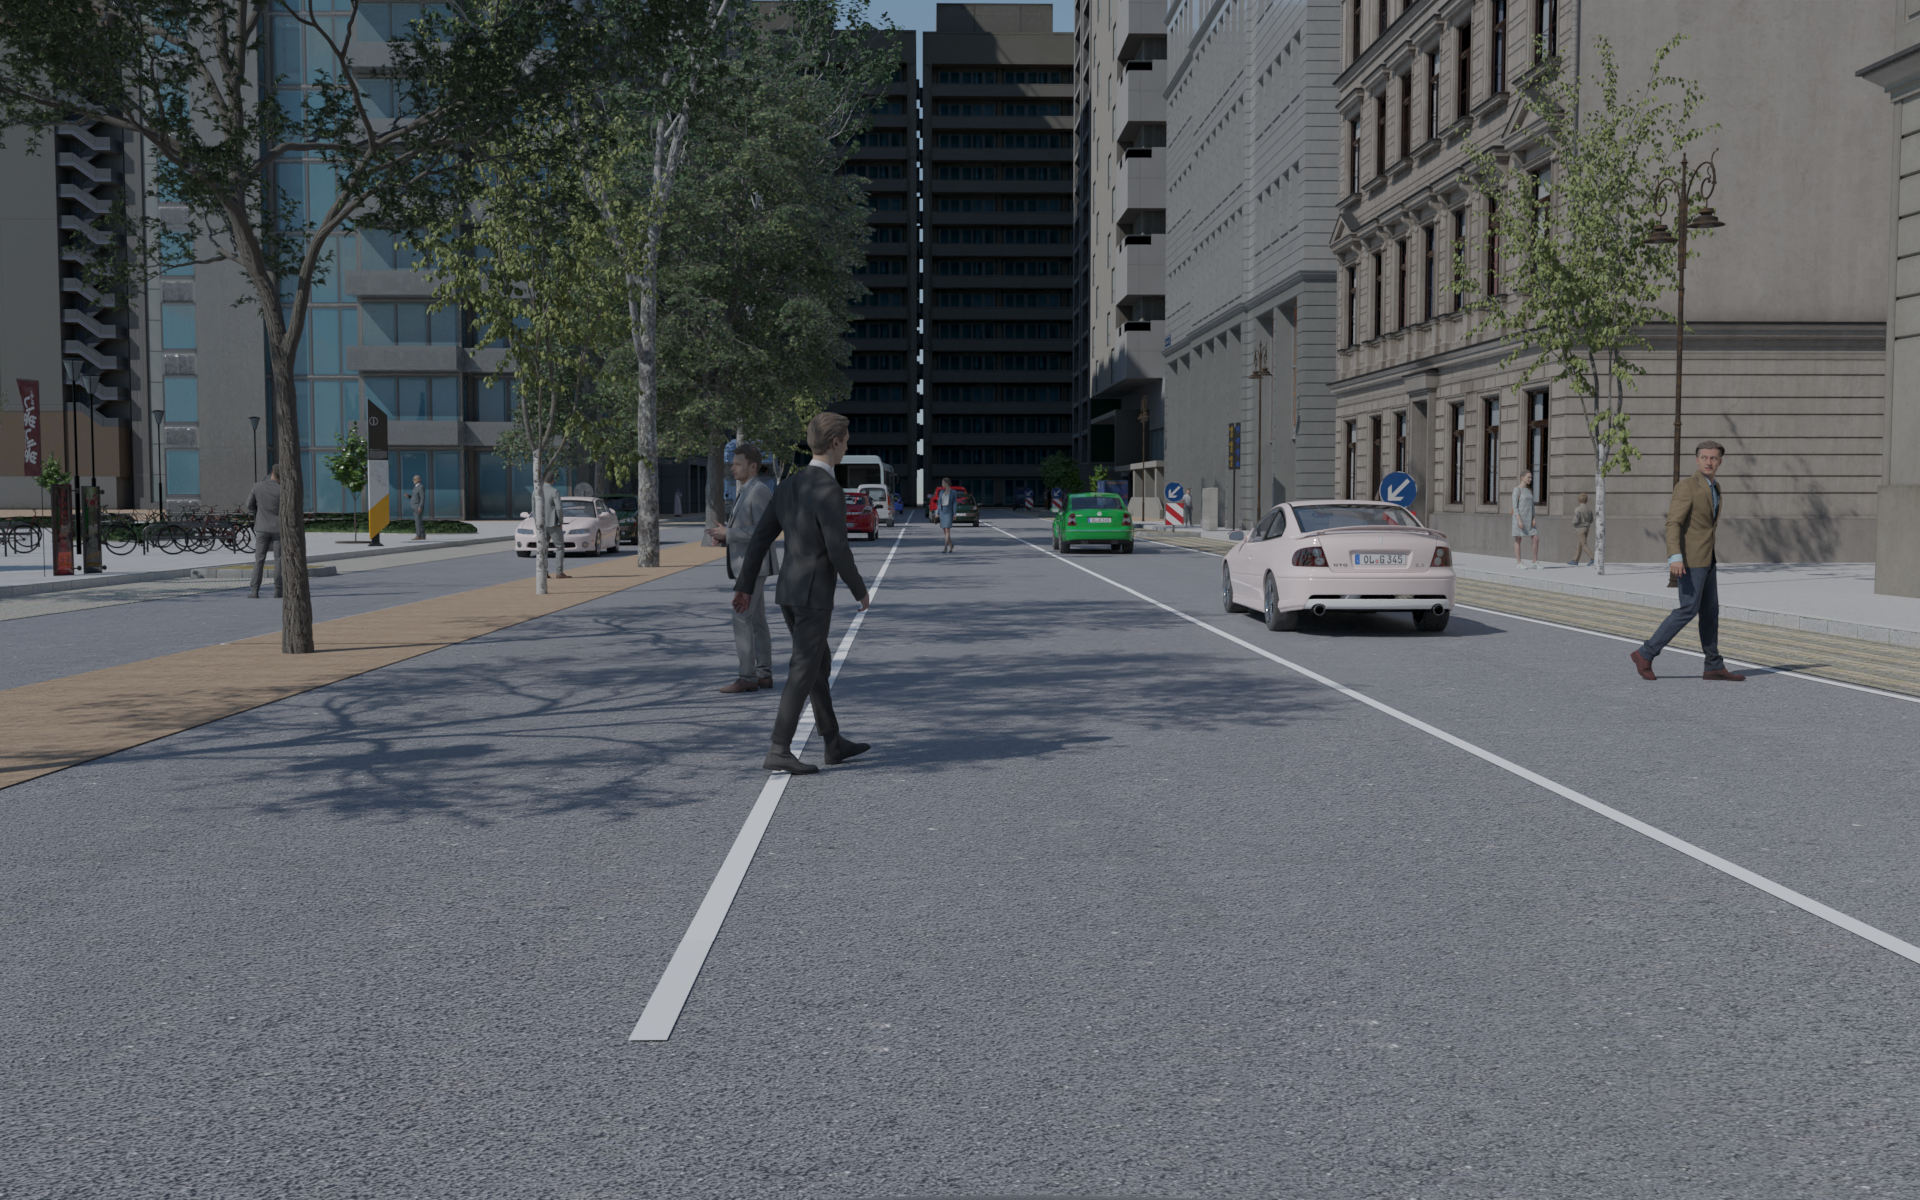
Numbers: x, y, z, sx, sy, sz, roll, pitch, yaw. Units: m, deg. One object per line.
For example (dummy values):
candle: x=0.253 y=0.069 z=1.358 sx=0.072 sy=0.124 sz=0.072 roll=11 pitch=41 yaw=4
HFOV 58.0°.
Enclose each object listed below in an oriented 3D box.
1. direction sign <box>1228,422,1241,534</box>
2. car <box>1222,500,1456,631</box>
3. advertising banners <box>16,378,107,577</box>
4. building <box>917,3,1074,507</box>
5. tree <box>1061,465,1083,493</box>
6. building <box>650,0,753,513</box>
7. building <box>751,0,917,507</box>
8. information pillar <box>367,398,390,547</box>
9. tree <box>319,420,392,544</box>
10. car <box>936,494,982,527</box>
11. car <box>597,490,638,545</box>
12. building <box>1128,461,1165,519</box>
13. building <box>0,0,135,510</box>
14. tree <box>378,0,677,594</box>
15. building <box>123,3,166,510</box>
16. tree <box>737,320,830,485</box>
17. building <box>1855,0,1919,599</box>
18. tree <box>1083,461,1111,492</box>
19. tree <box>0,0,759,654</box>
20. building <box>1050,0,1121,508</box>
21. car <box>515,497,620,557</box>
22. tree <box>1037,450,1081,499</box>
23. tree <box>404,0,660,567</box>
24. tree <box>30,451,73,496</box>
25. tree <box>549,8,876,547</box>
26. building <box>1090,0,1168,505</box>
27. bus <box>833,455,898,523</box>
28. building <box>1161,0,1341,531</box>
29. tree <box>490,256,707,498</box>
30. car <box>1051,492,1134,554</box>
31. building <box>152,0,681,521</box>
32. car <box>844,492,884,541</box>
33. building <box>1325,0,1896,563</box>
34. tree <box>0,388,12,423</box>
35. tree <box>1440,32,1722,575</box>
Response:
direction sign: x=8.726 y=-3.860 z=55.112 sx=0.379 sy=3.537 sz=0.876 roll=-1 pitch=4 yaw=-14
car: x=4.140 y=-0.434 z=19.453 sx=2.083 sy=1.381 sz=4.827 roll=0 pitch=4 yaw=0
advertising banners: x=-14.122 y=-1.899 z=27.243 sx=0.090 sy=3.025 sz=2.074 roll=0 pitch=4 yaw=7
building: x=6.720 y=-33.781 z=176.016 sx=21.600 sy=48.544 sz=21.300 roll=0 pitch=4 yaw=-1
tree: x=7.905 y=-7.490 z=117.069 sx=1.663 sy=3.219 sz=1.824 roll=0 pitch=3 yaw=0
building: x=-28.420 y=-43.159 z=143.893 sx=20.611 sy=71.187 sz=20.563 roll=0 pitch=4 yaw=-1
building: x=-14.865 y=-33.724 z=175.083 sx=21.600 sy=48.544 sz=21.300 roll=0 pitch=4 yaw=-1
information pillar: x=-14.266 y=-3.124 z=42.428 sx=0.504 sy=3.616 sz=0.183 roll=-2 pitch=4 yaw=-33
tree: x=-15.630 y=-3.089 z=45.110 sx=1.663 sy=3.219 sz=1.824 roll=0 pitch=3 yaw=0
car: x=-0.032 y=-4.043 z=75.894 sx=2.009 sy=1.686 sz=4.222 roll=0 pitch=4 yaw=-1
car: x=-9.823 y=-2.445 z=49.754 sx=2.009 sy=1.686 sz=4.222 roll=0 pitch=4 yaw=0
building: x=26.078 y=-24.589 z=93.909 sx=32.217 sy=40.220 sz=23.993 roll=0 pitch=4 yaw=-1
building: x=-75.571 y=-30.374 z=146.730 sx=14.200 sy=45.320 sz=14.600 roll=0 pitch=4 yaw=-1
tree: x=-5.912 y=-4.365 z=24.187 sx=4.737 sy=8.622 sz=4.395 roll=0 pitch=3 yaw=0
building: x=-61.090 y=-28.401 z=147.943 sx=14.086 sy=41.232 sz=14.154 roll=0 pitch=4 yaw=-1
tree: x=-7.036 y=-7.020 z=67.597 sx=4.737 sy=8.622 sz=4.395 roll=0 pitch=3 yaw=0
building: x=26.128 y=-11.090 z=14.603 sx=30.059 sy=22.955 sz=16.112 roll=0 pitch=4 yaw=-1
tree: x=8.443 y=-6.600 z=102.517 sx=1.663 sy=3.219 sz=1.824 roll=0 pitch=3 yaw=0
tree: x=-5.925 y=-4.814 z=15.575 sx=8.767 sy=10.594 sz=7.601 roll=0 pitch=4 yaw=-1
building: x=18.342 y=-43.160 z=143.919 sx=20.563 sy=71.187 sz=20.611 roll=0 pitch=4 yaw=-1
car: x=-9.212 y=-1.746 z=40.911 sx=2.083 sy=1.381 sz=4.827 roll=0 pitch=4 yaw=-2
tree: x=7.328 y=-8.832 z=128.124 sx=4.285 sy=4.588 sz=4.351 roll=0 pitch=3 yaw=0
tree: x=-7.300 y=-10.742 z=33.982 sx=12.611 sy=20.169 sz=13.585 roll=0 pitch=3 yaw=0
tree: x=-40.387 y=-5.058 z=77.295 sx=1.663 sy=3.219 sz=1.824 roll=0 pitch=3 yaw=0
tree: x=-6.689 y=-8.416 z=46.710 sx=9.857 sy=13.997 sz=8.962 roll=0 pitch=3 yaw=0
building: x=23.695 y=-32.437 z=119.577 sx=28.713 sy=52.752 sz=27.495 roll=0 pitch=4 yaw=-1
bus: x=-4.901 y=-5.788 z=89.493 sx=2.948 sy=3.499 sz=13.247 roll=0 pitch=4 yaw=0
building: x=15.294 y=-17.646 z=65.998 sx=11.434 sy=29.767 sz=29.804 roll=0 pitch=4 yaw=-1
tree: x=-15.633 y=-9.679 z=75.258 sx=9.611 sy=12.733 sz=9.660 roll=0 pitch=3 yaw=0
car: x=3.273 y=-2.098 z=43.105 sx=1.959 sy=1.807 sz=4.718 roll=0 pitch=4 yaw=0
building: x=-28.586 y=-29.063 z=94.787 sx=23.786 sy=49.044 sz=30.456 roll=0 pitch=4 yaw=-1
car: x=-3.487 y=-2.766 z=54.269 sx=2.155 sy=1.783 sz=4.494 roll=0 pitch=4 yaw=-1
building: x=15.619 y=-10.772 z=40.757 sx=10.561 sy=19.102 sz=19.286 roll=0 pitch=4 yaw=-1
tree: x=-45.038 y=-7.769 z=77.380 sx=4.360 sy=8.622 sz=3.978 roll=0 pitch=3 yaw=0
tree: x=9.875 y=-4.691 z=27.059 sx=4.737 sy=8.622 sz=4.395 roll=0 pitch=3 yaw=0
